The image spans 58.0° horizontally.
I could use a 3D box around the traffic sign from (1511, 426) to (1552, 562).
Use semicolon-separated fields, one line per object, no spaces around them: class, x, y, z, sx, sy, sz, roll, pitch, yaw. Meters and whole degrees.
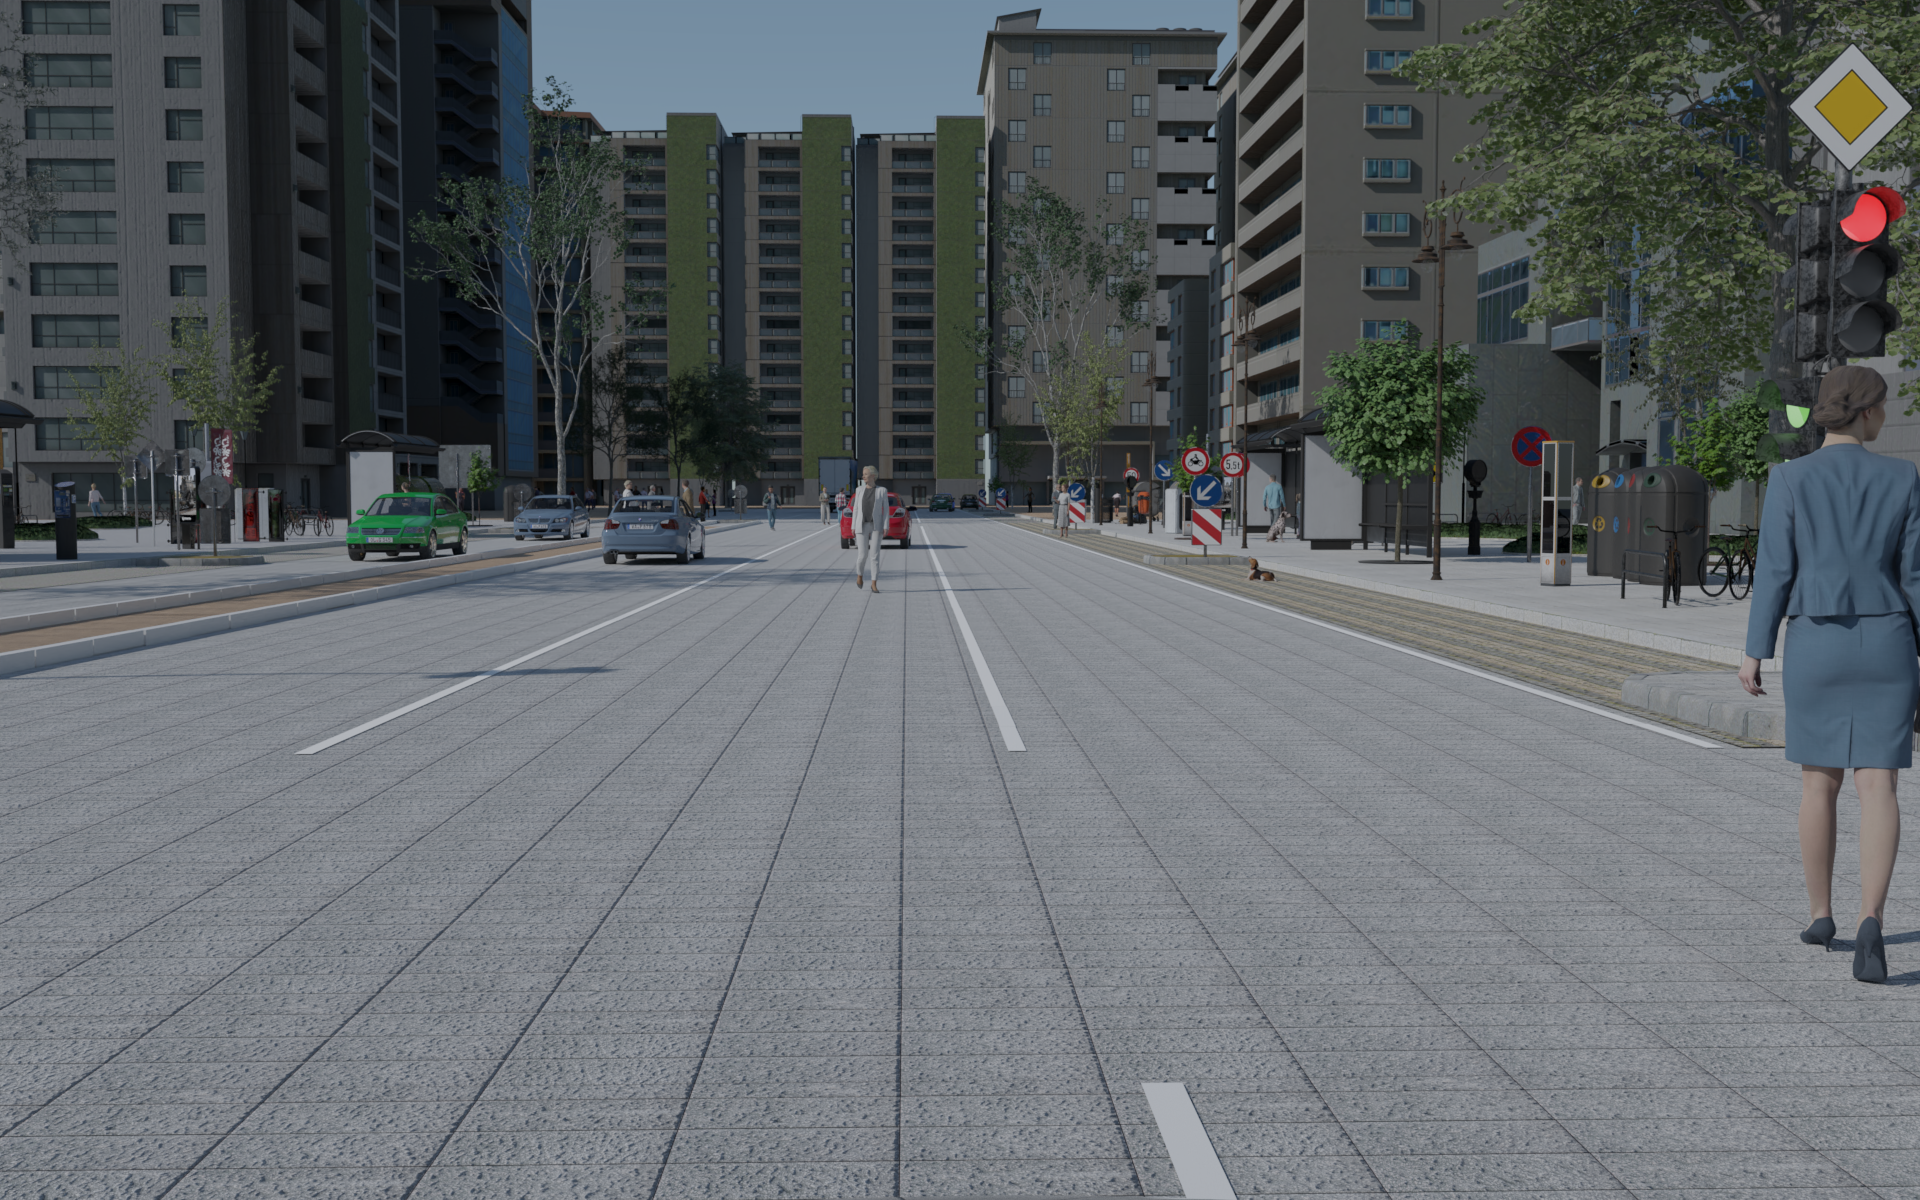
traffic sign;10.692;-1.979;32.463;0.768;2.556;0.104;0;4;6

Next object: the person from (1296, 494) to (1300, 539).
person;9.747;-2.390;49.399;0.394;1.301;0.425;0;4;-7

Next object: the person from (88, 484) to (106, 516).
person;-37.952;-4.258;76.331;0.598;1.740;0.731;1;4;18

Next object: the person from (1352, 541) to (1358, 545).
person;9.542;-2.236;42.948;0.624;1.780;0.694;1;4;18

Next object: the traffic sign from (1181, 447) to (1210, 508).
traffic sign;6.385;-2.867;46.988;0.768;2.556;0.104;0;4;8

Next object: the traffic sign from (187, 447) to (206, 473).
traffic sign;-20.936;-2.885;47.271;0.768;2.556;0.104;0;4;8

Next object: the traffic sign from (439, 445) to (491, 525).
traffic sign;-20.528;-4.767;71.819;2.265;3.308;0.079;0;4;8

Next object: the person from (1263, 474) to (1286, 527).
person;8.830;-2.635;48.995;0.638;1.841;0.748;3;5;44

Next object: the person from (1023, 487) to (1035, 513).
person;4.728;-6.828;118.404;0.721;1.735;1.217;-3;4;-36

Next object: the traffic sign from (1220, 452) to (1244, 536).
traffic sign;8.267;-3.207;52.536;0.768;2.556;0.104;0;4;6

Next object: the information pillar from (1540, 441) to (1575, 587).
information pillar;8.306;-1.199;24.098;0.304;2.012;0.304;-1;4;-22

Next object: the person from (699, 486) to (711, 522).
person;-13.099;-4.894;88.488;0.705;1.831;1.348;-2;4;-31

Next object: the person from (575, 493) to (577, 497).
person;-36.063;-9.363;162.323;0.628;1.438;0.799;-2;4;-35

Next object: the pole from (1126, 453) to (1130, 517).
pole;8.411;-5.669;86.534;0.158;3.312;0.155;0;3;0

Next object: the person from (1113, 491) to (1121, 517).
person;8.913;-5.425;97.937;0.628;1.438;0.799;-1;4;-19

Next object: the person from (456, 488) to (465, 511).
person;-24.987;-4.839;86.634;0.415;1.643;0.593;1;4;12

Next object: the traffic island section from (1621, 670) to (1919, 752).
traffic island section;5.571;0.685;11.076;2.009;0.180;2.903;0;4;-2

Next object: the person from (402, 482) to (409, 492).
person;-16.579;-2.624;51.749;0.374;1.781;0.599;0;4;-8

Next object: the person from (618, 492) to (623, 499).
person;-22.996;-6.631;117.641;0.628;1.438;0.799;2;4;30

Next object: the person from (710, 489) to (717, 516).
person;-15.897;-6.259;111.521;0.721;1.739;1.217;-2;4;-23

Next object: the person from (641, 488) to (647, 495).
person;-20.953;-6.610;115.054;0.756;1.711;0.436;3;5;40

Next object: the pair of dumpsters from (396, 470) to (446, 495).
pair of dumpsters;-21.308;-3.962;67.278;1.574;2.255;4.437;0;4;-2

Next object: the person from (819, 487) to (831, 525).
person;-6.231;-4.346;80.099;0.519;1.759;0.362;-1;4;-17

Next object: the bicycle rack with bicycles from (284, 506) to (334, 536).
bicycle rack with bicycles;-20.604;-2.409;52.763;2.852;0.926;2.925;-2;4;-34

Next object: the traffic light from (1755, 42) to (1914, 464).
traffic light;5.531;-1.348;10.961;0.839;4.253;0.868;0;4;-2

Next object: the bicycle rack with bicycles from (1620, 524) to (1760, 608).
bicycle rack with bicycles;9.049;-0.427;20.364;2.852;0.926;2.925;0;4;8

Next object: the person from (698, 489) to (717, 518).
person;-15.382;-5.882;105.453;1.217;1.735;0.721;-2;4;-30

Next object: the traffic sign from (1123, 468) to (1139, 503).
traffic sign;8.256;-5.101;83.505;0.768;2.556;0.104;0;4;4

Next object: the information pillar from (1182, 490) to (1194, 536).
information pillar;6.944;-2.950;52.724;0.304;2.012;0.304;0;4;0

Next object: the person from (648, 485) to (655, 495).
person;-12.131;-3.654;68.635;0.834;1.777;0.661;-2;4;-28

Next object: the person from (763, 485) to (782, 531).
person;-7.352;-3.591;67.558;0.623;1.781;0.721;-3;5;-44

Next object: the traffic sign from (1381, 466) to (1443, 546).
traffic sign;10.716;-2.974;42.493;2.265;3.308;0.079;0;4;-1

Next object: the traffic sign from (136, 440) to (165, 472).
traffic sign;-19.594;-2.587;42.038;0.795;2.593;0.064;0;4;2

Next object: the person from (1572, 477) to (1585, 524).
person;19.726;-3.013;55.410;0.635;1.810;0.391;-3;5;-40

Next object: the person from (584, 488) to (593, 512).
person;-26.221;-7.025;121.837;0.756;1.711;0.436;3;5;43

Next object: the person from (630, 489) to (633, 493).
person;-28.034;-8.606;147.454;0.721;1.736;1.217;0;4;7

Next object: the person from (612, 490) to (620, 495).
person;-26.568;-7.757;133.673;0.742;1.727;0.445;0;4;2

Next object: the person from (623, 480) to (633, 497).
person;-9.908;-2.644;51.605;0.514;1.842;0.818;3;4;39

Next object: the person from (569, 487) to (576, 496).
person;-29.819;-7.772;133.051;0.705;1.831;1.348;-3;5;-40

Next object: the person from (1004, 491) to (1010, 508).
person;4.457;-9.589;165.966;0.721;1.739;1.217;-2;4;-24

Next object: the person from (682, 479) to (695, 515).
person;-7.379;-2.374;47.218;0.836;1.842;0.656;-3;4;-39

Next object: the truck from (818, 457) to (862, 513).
truck;-9.336;-8.930;134.914;2.839;4.237;11.283;0;4;0

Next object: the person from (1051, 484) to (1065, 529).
person;3.737;-3.413;64.483;0.661;1.801;0.590;-3;4;-36

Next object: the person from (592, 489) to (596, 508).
person;-33.333;-9.188;156.802;0.750;1.759;0.617;-1;4;-20

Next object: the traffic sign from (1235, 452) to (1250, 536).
traffic sign;8.493;-3.239;53.056;0.768;2.556;0.104;0;4;7

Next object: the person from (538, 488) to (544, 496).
person;-30.131;-7.159;123.877;1.217;1.735;0.721;-1;4;-22

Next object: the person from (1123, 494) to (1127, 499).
person;11.811;-6.896;119.504;1.217;1.735;0.721;2;4;29

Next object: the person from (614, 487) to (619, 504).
person;-21.793;-6.316;110.241;0.436;1.711;0.756;0;4;1

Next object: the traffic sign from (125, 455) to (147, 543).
traffic sign;-21.621;-2.650;45.455;0.606;2.300;0.079;0;4;7

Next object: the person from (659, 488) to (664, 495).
person;-23.360;-7.852;135.147;0.721;1.735;1.217;1;4;16

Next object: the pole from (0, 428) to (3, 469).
pole;-22.929;-2.903;41.305;0.158;3.312;0.155;0;3;0

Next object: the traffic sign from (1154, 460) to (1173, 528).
traffic sign;7.676;-3.976;65.120;0.768;2.556;0.104;0;4;5

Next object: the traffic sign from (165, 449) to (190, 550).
traffic sign;-17.882;-2.292;39.597;0.606;2.300;0.079;0;4;8

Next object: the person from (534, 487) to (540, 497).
person;-28.129;-6.612;114.596;0.568;1.767;0.683;0;4;0

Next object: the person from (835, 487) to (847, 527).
person;-5.199;-4.048;75.520;0.563;1.720;0.643;2;4;34

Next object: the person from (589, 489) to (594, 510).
person;-30.273;-8.240;141.710;0.756;1.711;0.436;1;4;20

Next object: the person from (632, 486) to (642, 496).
person;-20.911;-6.459;111.670;1.348;1.821;0.705;2;4;28

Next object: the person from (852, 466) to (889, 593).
person;-1.320;-1.036;25.312;0.514;1.842;0.818;-1;4;-13
